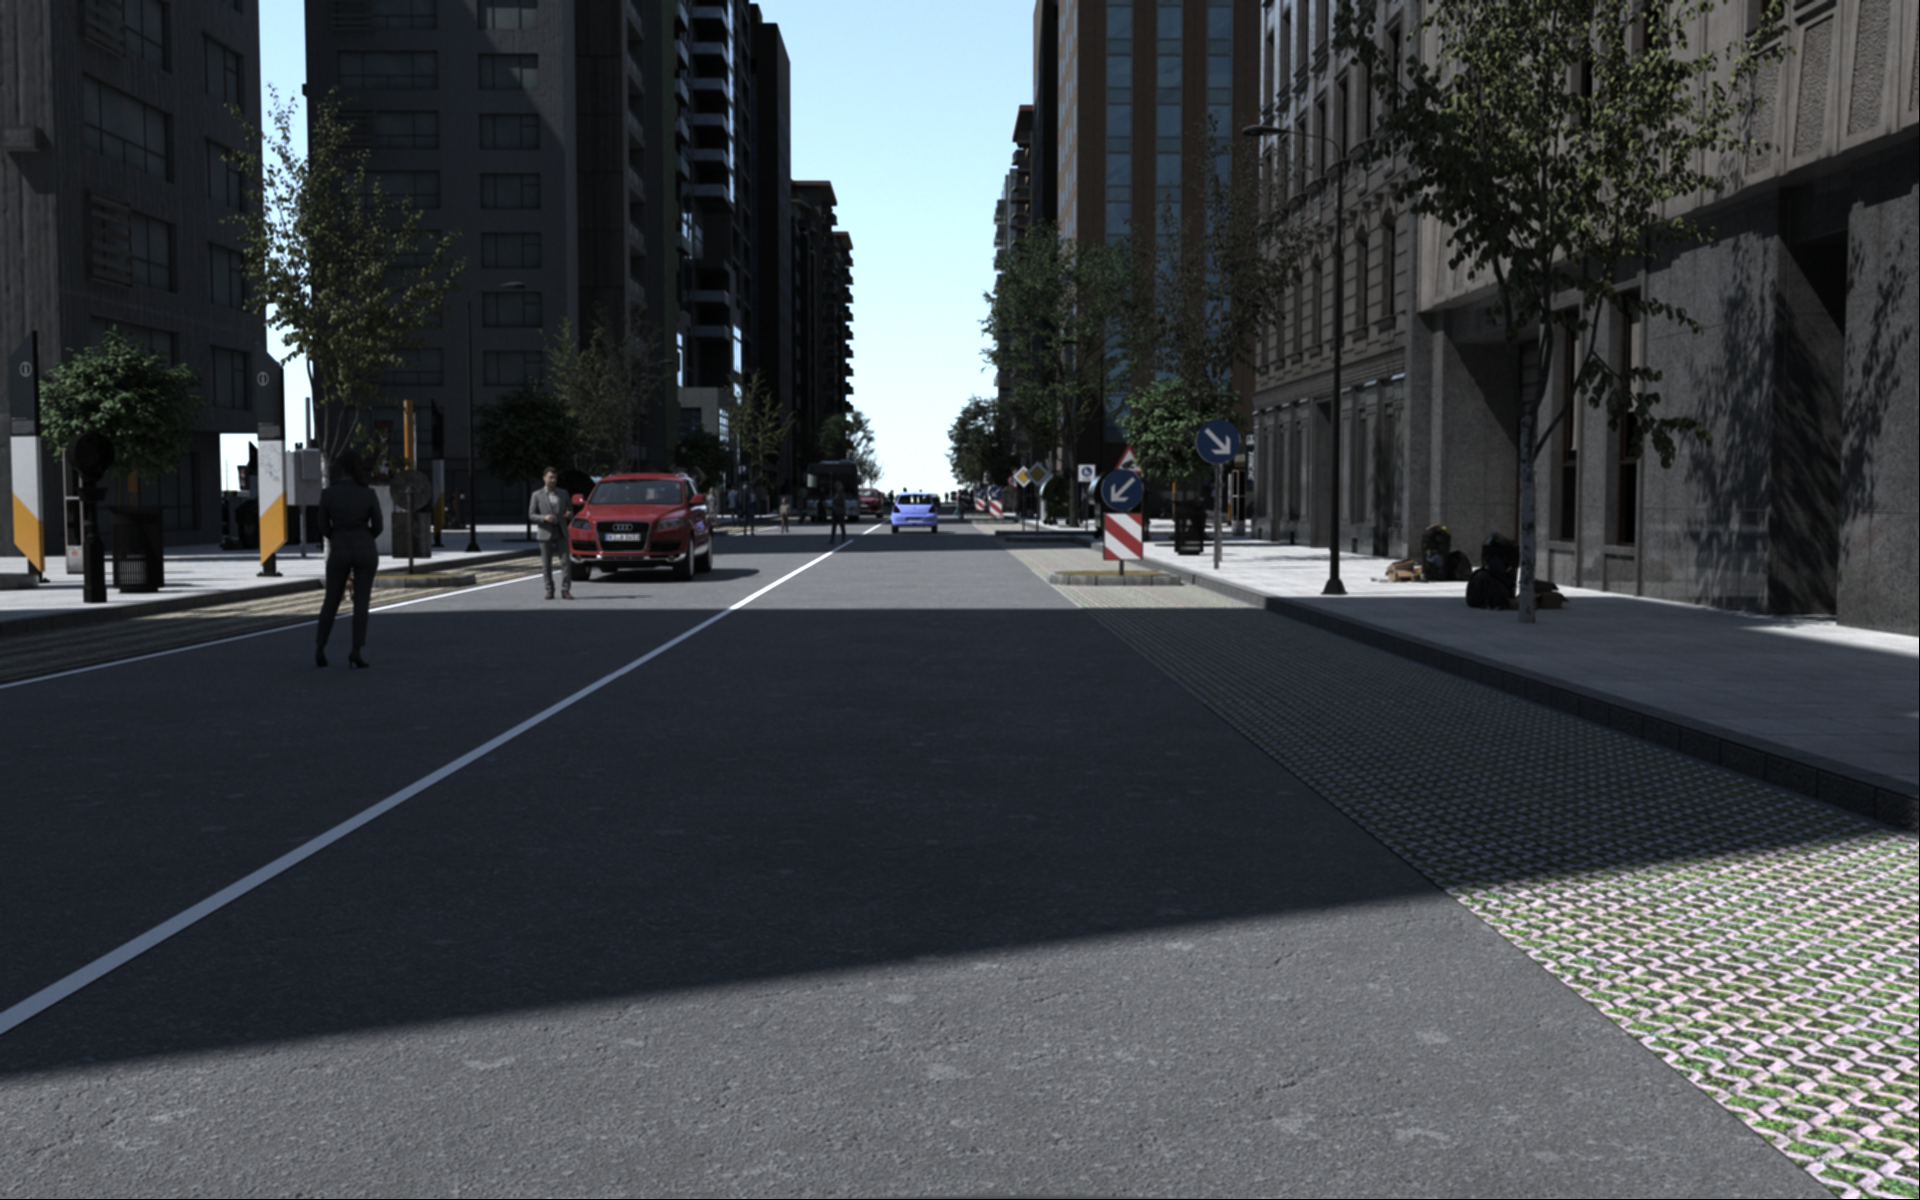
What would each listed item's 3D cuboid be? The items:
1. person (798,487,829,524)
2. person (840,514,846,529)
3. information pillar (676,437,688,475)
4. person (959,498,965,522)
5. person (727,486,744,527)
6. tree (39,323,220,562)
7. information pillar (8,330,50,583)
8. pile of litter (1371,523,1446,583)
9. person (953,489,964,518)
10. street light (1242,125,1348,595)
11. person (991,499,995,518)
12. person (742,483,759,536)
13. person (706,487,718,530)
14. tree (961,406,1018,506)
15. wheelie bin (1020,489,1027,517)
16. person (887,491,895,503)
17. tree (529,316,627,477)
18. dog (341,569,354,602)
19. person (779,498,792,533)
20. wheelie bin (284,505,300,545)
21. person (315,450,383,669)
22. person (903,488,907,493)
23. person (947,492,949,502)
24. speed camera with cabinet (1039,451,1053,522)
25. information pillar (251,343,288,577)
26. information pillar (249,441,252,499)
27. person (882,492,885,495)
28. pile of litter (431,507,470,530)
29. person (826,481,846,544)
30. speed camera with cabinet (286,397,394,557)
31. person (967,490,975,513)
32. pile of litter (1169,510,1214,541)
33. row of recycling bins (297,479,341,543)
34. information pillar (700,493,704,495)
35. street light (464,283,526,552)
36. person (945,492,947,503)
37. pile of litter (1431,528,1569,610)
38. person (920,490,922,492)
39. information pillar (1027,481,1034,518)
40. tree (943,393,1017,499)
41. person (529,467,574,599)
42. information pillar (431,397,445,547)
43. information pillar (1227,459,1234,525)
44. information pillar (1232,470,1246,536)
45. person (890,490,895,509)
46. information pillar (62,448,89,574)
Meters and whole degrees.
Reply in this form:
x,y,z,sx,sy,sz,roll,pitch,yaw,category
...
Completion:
x,y,z,sx,sy,sz,roll,pitch,yaw,category
-7.110,-4.615,84.171,1.509,1.804,0.699,-1,4,-13,person
-4.800,-3.564,71.016,0.306,1.304,0.590,1,4,16,person
-11.249,-4.819,70.140,0.504,3.616,0.183,0,4,-8,information pillar
0.108,-4.593,88.273,0.352,1.250,0.332,1,4,21,person
-9.735,-4.055,74.982,0.721,1.800,0.419,1,4,17,person
-16.121,-3.040,33.417,4.285,4.588,4.351,0,3,0,tree
-13.416,-2.052,24.905,0.504,3.616,0.183,1,4,19,information pillar
6.845,-0.713,25.617,1.719,0.858,1.176,-1,4,-10,pile of litter
-0.097,-5.712,102.727,0.643,1.720,0.563,0,4,6,person
4.252,-3.025,21.993,1.470,5.913,1.316,0,4,-1,street light
1.987,-5.595,104.643,0.373,1.253,0.362,-2,4,-35,person
-7.231,-3.125,59.620,0.581,1.822,0.654,-1,4,-23,person
-9.307,-3.399,65.071,0.512,1.701,0.522,0,4,-1,person
2.938,-11.834,143.845,4.360,8.622,3.978,0,3,0,tree
3.709,-5.412,96.400,0.693,1.594,0.980,0,4,4,wheelie bin
-9.877,-14.387,243.804,1.350,1.814,0.705,0,4,-6,person
-15.603,-7.387,71.141,4.737,8.622,4.395,0,3,0,tree
-8.165,-0.232,23.075,0.540,0.507,0.406,2,4,25,dog
-6.434,-3.123,63.836,0.475,1.303,0.640,0,4,3,person
-17.048,-2.178,43.521,0.980,1.594,0.693,-2,4,-35,wheelie bin
-5.058,-0.339,14.320,0.520,1.790,0.573,-2,4,-29,person
-3.043,-5.451,97.811,0.721,1.800,0.419,-1,4,-13,person
-2.140,-17.433,294.450,0.530,1.710,0.541,-2,4,-29,person
4.007,-5.244,80.071,0.660,3.252,2.038,0,4,4,speed camera with cabinet
-10.667,-2.169,26.820,0.504,3.616,0.183,1,4,20,information pillar
-31.109,-5.198,76.347,0.183,3.616,0.504,2,4,25,information pillar
-11.814,-15.791,266.819,1.348,1.807,0.705,0,4,3,person
-18.325,-2.949,62.175,1.719,0.858,1.176,3,4,38,pile of litter
-3.518,-2.514,49.780,0.526,1.800,0.537,-3,4,-36,person
-12.865,-2.545,35.941,2.038,3.252,0.660,-3,4,-38,speed camera with cabinet
0.764,-7.230,127.296,0.593,1.750,0.643,-1,4,-22,person
6.467,-2.105,48.389,1.176,0.858,1.719,0,4,-6,pile of litter
-16.936,-2.423,46.727,1.069,1.692,3.534,1,4,13,row of recycling bins
-14.504,-6.429,96.476,0.504,3.616,0.183,-2,4,-31,information pillar
-10.241,-4.015,38.181,1.470,5.913,1.316,0,4,-1,street light
-2.187,-16.695,282.288,0.721,1.723,1.217,2,4,25,person
6.430,-0.356,19.787,1.719,0.858,1.176,-3,5,-39,pile of litter
-3.472,-9.056,156.437,0.599,1.838,0.709,0,4,1,person
3.747,-5.365,92.205,0.304,2.012,0.304,3,4,38,information pillar
2.768,-19.094,218.839,9.857,13.997,8.962,0,3,0,tree
-5.525,-0.910,23.573,0.606,1.804,0.583,-2,4,-30,person
-12.609,-3.087,41.835,0.183,3.616,0.504,-3,5,-40,information pillar
11.088,-4.861,70.832,0.183,3.616,0.504,2,4,26,information pillar
8.608,-2.995,53.458,0.304,2.012,0.304,-2,4,-28,information pillar
-6.430,-9.559,164.789,0.705,1.824,1.348,-1,4,-14,person
-14.129,-1.423,27.762,0.304,2.012,0.304,0,4,4,information pillar
